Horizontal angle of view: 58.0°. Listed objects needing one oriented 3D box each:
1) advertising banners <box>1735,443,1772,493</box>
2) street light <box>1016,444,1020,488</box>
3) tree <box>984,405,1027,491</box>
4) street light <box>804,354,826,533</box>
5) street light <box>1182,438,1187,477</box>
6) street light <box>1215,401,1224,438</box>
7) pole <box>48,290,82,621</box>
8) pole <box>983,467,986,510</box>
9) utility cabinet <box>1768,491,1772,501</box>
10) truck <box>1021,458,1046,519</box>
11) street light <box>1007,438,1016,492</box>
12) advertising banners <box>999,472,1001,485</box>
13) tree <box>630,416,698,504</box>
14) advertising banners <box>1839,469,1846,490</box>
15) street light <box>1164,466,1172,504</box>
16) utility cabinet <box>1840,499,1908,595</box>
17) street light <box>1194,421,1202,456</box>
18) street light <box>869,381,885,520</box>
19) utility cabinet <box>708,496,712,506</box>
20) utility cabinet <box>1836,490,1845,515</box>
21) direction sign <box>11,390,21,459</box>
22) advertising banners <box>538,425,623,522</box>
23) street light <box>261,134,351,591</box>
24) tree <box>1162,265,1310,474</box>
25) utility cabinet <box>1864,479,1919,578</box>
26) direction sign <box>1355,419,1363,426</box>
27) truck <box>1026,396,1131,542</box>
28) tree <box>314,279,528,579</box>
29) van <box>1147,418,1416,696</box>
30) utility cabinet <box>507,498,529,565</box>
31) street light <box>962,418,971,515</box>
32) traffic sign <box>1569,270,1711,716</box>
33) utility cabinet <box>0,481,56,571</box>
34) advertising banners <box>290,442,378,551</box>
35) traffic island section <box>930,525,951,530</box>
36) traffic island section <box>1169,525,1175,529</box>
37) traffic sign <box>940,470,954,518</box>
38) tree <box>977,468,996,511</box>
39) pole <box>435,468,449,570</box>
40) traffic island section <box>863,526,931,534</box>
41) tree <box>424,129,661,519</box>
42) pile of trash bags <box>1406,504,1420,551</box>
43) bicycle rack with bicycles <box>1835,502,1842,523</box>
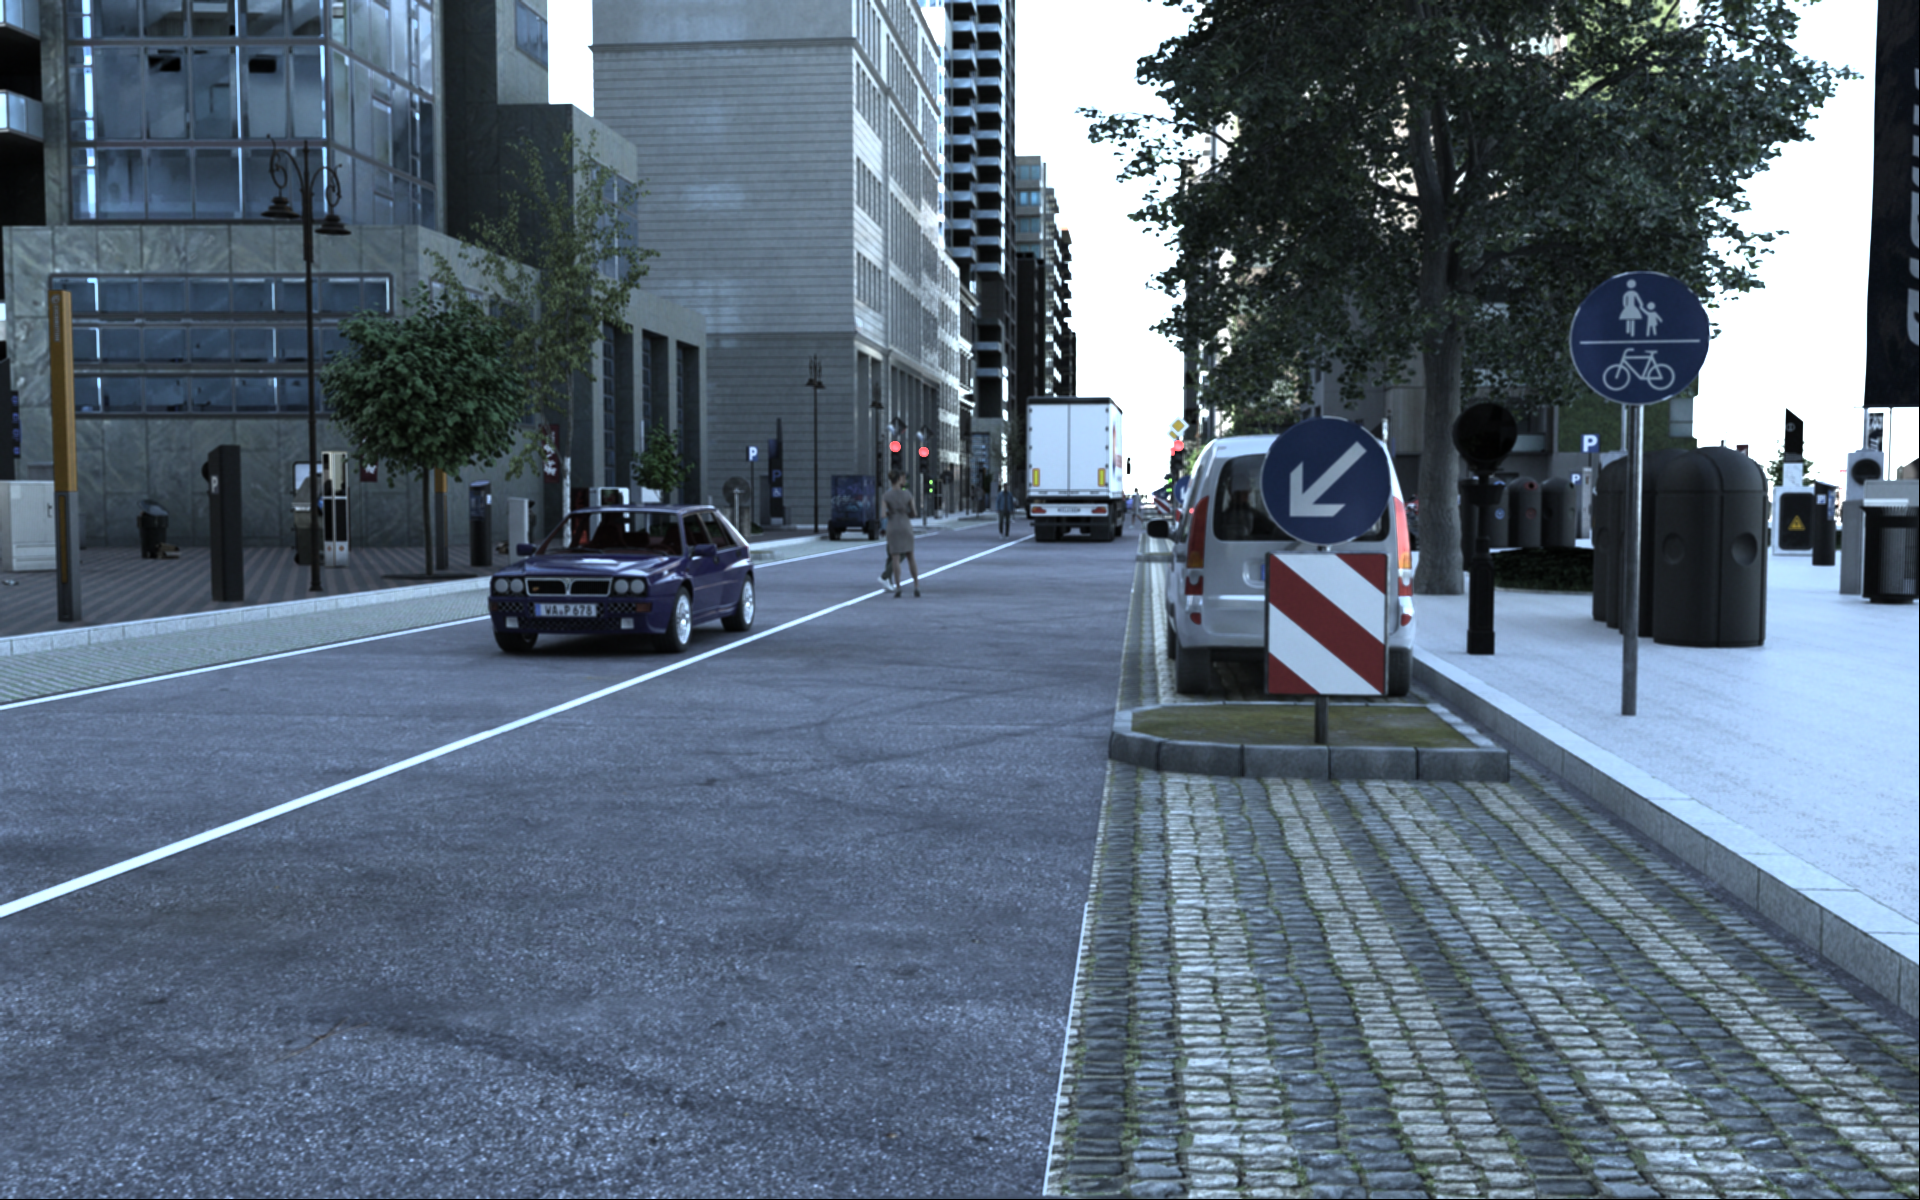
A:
[{"bbox_3d":[27.454,-3.858,59.270,0.090,3.025,2.074,-2,4,-34],"label":"advertising banners"},{"bbox_3d":[4.772,-10.648,146.884,0.468,5.910,1.993,0,4,6],"label":"street light"},{"bbox_3d":[3.984,-11.795,143.212,4.360,8.622,3.978,0,3,0],"label":"tree"},{"bbox_3d":[-4.761,-5.161,57.177,0.468,5.910,1.993,0,4,6],"label":"street light"},{"bbox_3d":[19.273,-10.840,150.020,0.468,5.910,1.993,0,4,6],"label":"street light"},{"bbox_3d":[10.956,-6.119,72.827,0.468,5.910,1.993,0,4,6],"label":"street light"},{"bbox_3d":[-9.022,-1.444,17.457,0.158,3.312,0.155,0,3,0],"label":"pole"},{"bbox_3d":[1.854,-8.488,132.619,0.158,3.312,0.155,0,3,0],"label":"pole"},{"bbox_3d":[56.718,-6.913,121.712,0.318,1.500,1.173,0,4,-6],"label":"utility cabinet"},{"bbox_3d":[5.329,-6.948,102.508,2.839,4.237,11.283,0,4,6],"label":"truck"},{"bbox_3d":[4.004,-10.195,139.475,0.468,5.910,1.993,0,4,6],"label":"street light"},{"bbox_3d":[2.987,-8.679,138.082,0.090,3.025,2.074,-1,4,-13],"label":"advertising banners"},{"bbox_3d":[-7.252,-2.941,42.684,1.663,3.219,1.824,0,3,0],"label":"tree"},{"bbox_3d":[60.674,-7.606,120.549,0.090,3.025,2.074,-2,4,-27],"label":"advertising banners"},{"bbox_3d":[32.036,-18.013,267.298,0.468,5.910,1.993,0,4,6],"label":"street light"},{"bbox_3d":[11.801,-0.686,22.384,1.020,1.237,0.306,-2,4,-32],"label":"utility cabinet"},{"bbox_3d":[14.720,-8.229,107.324,0.468,5.910,1.993,0,4,6],"label":"street light"},{"bbox_3d":[-3.393,-6.004,70.954,0.468,5.910,1.993,0,4,6],"label":"street light"},{"bbox_3d":[-16.616,-6.206,112.623,1.020,1.237,0.306,-1,4,-15],"label":"utility cabinet"},{"bbox_3d":[48.495,-5.288,95.136,0.318,1.500,1.173,0,4,7],"label":"utility cabinet"},{"bbox_3d":[-20.776,-2.794,37.687,0.379,3.537,0.876,1,4,13],"label":"direction sign"},{"bbox_3d":[-9.478,-2.880,43.269,2.074,3.025,0.090,0,4,0],"label":"advertising banners"},{"bbox_3d":[-8.537,-3.058,22.780,0.468,5.910,1.993,0,4,6],"label":"street light"},{"bbox_3d":[9.239,-6.400,54.995,4.737,8.622,4.395,0,3,0],"label":"tree"},{"bbox_3d":[14.375,-1.077,26.292,1.173,1.500,0.318,2,4,24],"label":"utility cabinet"},{"bbox_3d":[12.093,-3.705,52.575,0.379,3.537,0.876,0,4,-2],"label":"direction sign"},{"bbox_3d":[3.875,-4.059,55.277,2.839,4.237,11.283,0,4,8],"label":"truck"},{"bbox_3d":[-8.214,-2.629,26.691,4.285,4.588,4.351,0,3,0],"label":"tree"},{"bbox_3d":[2.489,-0.406,13.654,2.013,2.044,4.112,0,4,5],"label":"van"},{"bbox_3d":[-7.584,-1.139,29.784,0.306,1.237,1.020,-1,4,-11],"label":"utility cabinet"},{"bbox_3d":[0.455,-8.099,105.198,0.468,5.910,1.993,0,4,6],"label":"street light"},{"bbox_3d":[3.886,-0.604,9.984,0.768,2.556,0.104,1,4,11],"label":"traffic sign"},{"bbox_3d":[-15.319,-1.233,28.836,0.318,1.500,1.173,2,4,29],"label":"utility cabinet"},{"bbox_3d":[-13.913,-2.599,38.683,2.074,3.025,0.090,0,4,1],"label":"advertising banners"},{"bbox_3d":[-1.449,-2.943,70.399,2.009,0.180,2.903,0,4,6],"label":"traffic island section"},{"bbox_3d":[8.584,-2.877,69.318,2.009,0.180,2.903,0,4,6],"label":"traffic island section"},{"bbox_3d":[-0.714,-5.678,92.939,0.768,2.556,0.104,1,4,15],"label":"traffic sign"},{"bbox_3d":[2.003,-8.280,129.983,1.663,3.219,1.824,0,3,0],"label":"tree"},{"bbox_3d":[-8.773,-2.166,29.254,0.158,3.312,0.155,0,3,0],"label":"pole"},{"bbox_3d":[-2.304,-2.457,62.460,2.009,0.180,2.903,0,4,6],"label":"traffic island section"},{"bbox_3d":[-8.098,-5.144,34.466,4.737,8.622,4.395,0,3,0],"label":"tree"},{"bbox_3d":[8.889,-1.793,39.075,3.447,1.369,1.912,-2,4,-27],"label":"pile of trash bags"},{"bbox_3d":[37.846,-3.769,75.000,2.852,0.926,2.925,2,4,29],"label":"bicycle rack with bicycles"}]
